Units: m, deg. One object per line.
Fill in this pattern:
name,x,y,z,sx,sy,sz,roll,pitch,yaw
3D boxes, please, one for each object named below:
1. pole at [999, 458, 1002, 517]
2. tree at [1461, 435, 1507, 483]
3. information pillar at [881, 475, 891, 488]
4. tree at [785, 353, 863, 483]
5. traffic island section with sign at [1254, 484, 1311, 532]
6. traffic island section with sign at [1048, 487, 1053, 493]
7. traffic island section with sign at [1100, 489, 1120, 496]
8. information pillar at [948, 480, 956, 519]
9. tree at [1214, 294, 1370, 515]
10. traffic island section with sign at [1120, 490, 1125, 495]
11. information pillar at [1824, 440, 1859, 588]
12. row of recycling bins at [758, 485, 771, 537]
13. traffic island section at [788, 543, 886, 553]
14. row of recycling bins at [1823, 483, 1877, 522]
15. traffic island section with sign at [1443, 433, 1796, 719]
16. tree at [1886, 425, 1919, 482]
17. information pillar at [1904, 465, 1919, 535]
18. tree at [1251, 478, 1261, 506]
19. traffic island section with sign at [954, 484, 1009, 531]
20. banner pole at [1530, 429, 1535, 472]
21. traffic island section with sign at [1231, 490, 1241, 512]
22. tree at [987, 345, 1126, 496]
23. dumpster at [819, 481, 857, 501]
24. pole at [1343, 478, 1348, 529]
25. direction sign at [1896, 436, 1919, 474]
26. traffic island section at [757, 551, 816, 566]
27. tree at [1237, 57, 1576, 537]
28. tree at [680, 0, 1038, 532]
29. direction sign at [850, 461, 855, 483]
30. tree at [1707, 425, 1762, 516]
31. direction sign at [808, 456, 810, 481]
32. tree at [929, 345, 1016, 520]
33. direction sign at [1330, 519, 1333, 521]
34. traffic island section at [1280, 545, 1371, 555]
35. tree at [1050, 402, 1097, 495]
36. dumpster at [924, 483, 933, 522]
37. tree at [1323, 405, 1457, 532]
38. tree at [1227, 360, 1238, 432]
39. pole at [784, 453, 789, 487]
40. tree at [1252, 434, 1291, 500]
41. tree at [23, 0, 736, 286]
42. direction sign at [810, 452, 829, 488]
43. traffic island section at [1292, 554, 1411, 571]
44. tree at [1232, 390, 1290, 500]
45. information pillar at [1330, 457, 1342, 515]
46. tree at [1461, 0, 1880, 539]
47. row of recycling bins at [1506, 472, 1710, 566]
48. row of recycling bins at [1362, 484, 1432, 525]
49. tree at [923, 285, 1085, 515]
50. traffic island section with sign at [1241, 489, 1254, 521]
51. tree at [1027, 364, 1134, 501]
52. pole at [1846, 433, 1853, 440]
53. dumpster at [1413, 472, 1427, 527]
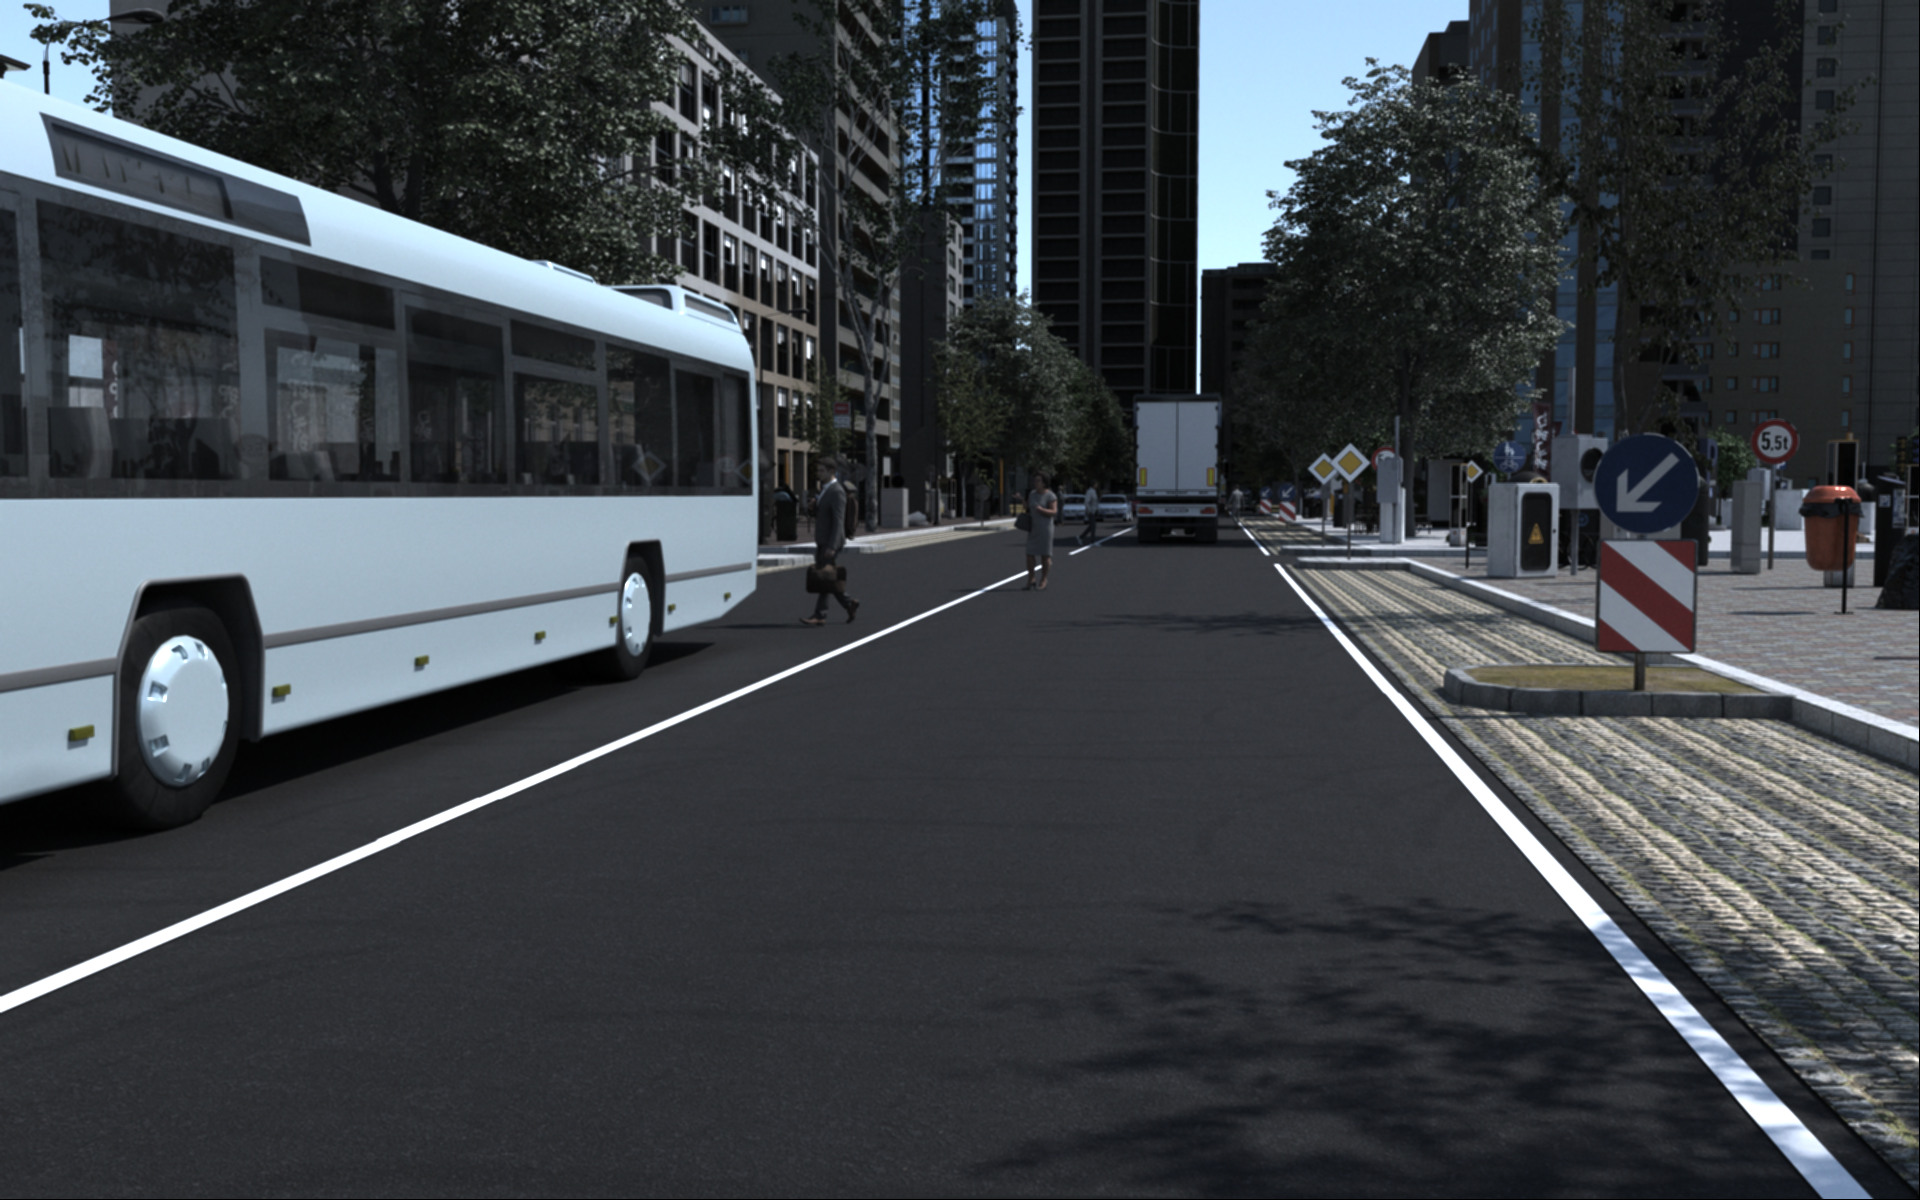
pole,2.299,-6.369,97.978,0.158,3.312,0.155,0,3,0
tree,26.159,-6.324,87.114,4.285,4.588,4.351,0,3,0
information pillar,-2.877,-3.843,67.329,0.304,2.012,0.304,-1,4,-14
tree,-6.854,-8.533,89.880,4.737,8.622,4.395,0,3,0
traffic island section with sign,12.331,-3.509,65.997,1.989,1.847,2.006,1,4,8
traffic island section with sign,4.769,-5.244,94.372,1.989,1.847,2.006,1,4,8
traffic island section with sign,12.050,-8.291,144.188,1.989,1.847,2.006,1,4,8
information pillar,-0.429,-5.193,89.400,0.304,2.012,0.304,-3,5,-42
tree,20.604,-11.965,106.003,12.009,13.543,11.850,0,3,0
traffic island section with sign,15.995,-9.941,171.157,1.989,1.847,2.006,1,4,8
information pillar,12.046,-1.174,23.681,0.304,2.012,0.304,0,4,7
row of recycling bins,-7.275,-2.671,50.791,3.534,1.692,1.069,-1,4,-23
traffic island section,-3.013,-1.290,43.376,2.009,0.180,2.903,1,4,8
row of recycling bins,33.009,-3.468,63.817,1.069,1.692,3.534,-1,4,-14
traffic island section with sign,4.446,-0.207,12.005,1.989,1.847,2.006,1,4,8
tree,40.214,-5.361,71.366,4.285,4.588,4.351,0,3,0
information pillar,23.805,-2.372,43.273,0.304,2.012,0.304,1,4,16
tree,32.804,-11.878,188.806,1.663,3.219,1.824,0,3,0
traffic island section with sign,0.873,-3.613,67.698,1.989,1.847,2.006,1,4,8
banner pole,19.713,-4.207,58.801,0.863,3.779,0.401,-1,4,-12
traffic island section with sign,23.483,-8.178,142.345,1.989,1.847,2.006,1,4,8
tree,5.429,-11.752,117.898,9.928,11.665,9.643,0,3,0
dumpster,-4.928,-3.917,69.806,1.264,1.857,1.865,1,4,8
pole,14.296,-4.302,64.183,0.158,3.312,0.155,0,3,0
direction sign,37.153,-4.640,67.868,0.876,3.537,0.379,1,4,22
traffic island section,-4.168,-0.807,35.474,2.009,0.180,2.903,1,4,8
tree,13.466,-8.866,51.609,9.857,13.997,8.962,0,3,0
tree,-4.363,-12.332,57.515,12.611,20.169,13.585,0,3,0
direction sign,-7.484,-7.667,117.357,0.876,3.537,0.379,2,4,35
tree,35.556,-5.939,80.822,4.285,4.588,4.351,0,3,0
direction sign,-8.619,-6.802,103.208,0.876,3.537,0.379,1,4,21
tree,0.317,-8.232,84.959,4.737,8.622,4.395,0,3,0
direction sign,17.742,-5.506,82.024,0.876,3.537,0.379,0,4,-5
traffic island section,8.753,-1.185,41.658,2.009,0.180,2.903,1,4,8
tree,8.344,-11.308,135.255,4.737,8.622,4.395,0,3,0
dumpster,-1.983,-4.428,78.149,1.264,1.857,1.865,1,4,8
tree,14.006,-4.608,59.052,4.285,4.588,4.351,0,3,0
tree,23.380,-13.028,119.670,9.857,13.997,8.962,0,3,0
pole,-8.551,-5.598,85.369,0.158,3.312,0.155,0,3,0
tree,29.022,-12.932,161.803,4.737,8.622,4.395,0,3,0
tree,-8.334,-7.315,26.261,9.857,13.997,8.962,0,3,0
direction sign,-7.476,-6.196,93.309,0.876,3.537,0.379,-1,4,-23
traffic island section,7.599,-0.702,33.757,2.009,0.180,2.903,1,4,8
tree,32.008,-16.073,180.918,7.486,12.596,7.792,0,3,0
information pillar,14.673,-4.655,67.458,0.504,3.616,0.183,-1,4,-19
tree,8.048,-4.269,20.154,4.360,8.622,3.978,0,3,0
row of recycling bins,11.722,-1.495,31.561,3.534,1.692,1.069,1,4,14
row of recycling bins,18.366,-3.986,72.289,1.069,1.692,3.534,-3,5,-42
tree,2.668,-12.135,105.065,9.857,13.997,8.962,0,3,0
traffic island section with sign,16.236,-5.146,92.770,1.989,1.847,2.006,1,4,8
tree,10.471,-14.308,150.949,9.611,12.733,9.660,0,3,0
pole,29.572,-3.903,57.664,0.158,3.312,0.155,0,3,0
dumpster,17.576,-4.000,67.900,1.502,2.255,1.985,1,4,8
